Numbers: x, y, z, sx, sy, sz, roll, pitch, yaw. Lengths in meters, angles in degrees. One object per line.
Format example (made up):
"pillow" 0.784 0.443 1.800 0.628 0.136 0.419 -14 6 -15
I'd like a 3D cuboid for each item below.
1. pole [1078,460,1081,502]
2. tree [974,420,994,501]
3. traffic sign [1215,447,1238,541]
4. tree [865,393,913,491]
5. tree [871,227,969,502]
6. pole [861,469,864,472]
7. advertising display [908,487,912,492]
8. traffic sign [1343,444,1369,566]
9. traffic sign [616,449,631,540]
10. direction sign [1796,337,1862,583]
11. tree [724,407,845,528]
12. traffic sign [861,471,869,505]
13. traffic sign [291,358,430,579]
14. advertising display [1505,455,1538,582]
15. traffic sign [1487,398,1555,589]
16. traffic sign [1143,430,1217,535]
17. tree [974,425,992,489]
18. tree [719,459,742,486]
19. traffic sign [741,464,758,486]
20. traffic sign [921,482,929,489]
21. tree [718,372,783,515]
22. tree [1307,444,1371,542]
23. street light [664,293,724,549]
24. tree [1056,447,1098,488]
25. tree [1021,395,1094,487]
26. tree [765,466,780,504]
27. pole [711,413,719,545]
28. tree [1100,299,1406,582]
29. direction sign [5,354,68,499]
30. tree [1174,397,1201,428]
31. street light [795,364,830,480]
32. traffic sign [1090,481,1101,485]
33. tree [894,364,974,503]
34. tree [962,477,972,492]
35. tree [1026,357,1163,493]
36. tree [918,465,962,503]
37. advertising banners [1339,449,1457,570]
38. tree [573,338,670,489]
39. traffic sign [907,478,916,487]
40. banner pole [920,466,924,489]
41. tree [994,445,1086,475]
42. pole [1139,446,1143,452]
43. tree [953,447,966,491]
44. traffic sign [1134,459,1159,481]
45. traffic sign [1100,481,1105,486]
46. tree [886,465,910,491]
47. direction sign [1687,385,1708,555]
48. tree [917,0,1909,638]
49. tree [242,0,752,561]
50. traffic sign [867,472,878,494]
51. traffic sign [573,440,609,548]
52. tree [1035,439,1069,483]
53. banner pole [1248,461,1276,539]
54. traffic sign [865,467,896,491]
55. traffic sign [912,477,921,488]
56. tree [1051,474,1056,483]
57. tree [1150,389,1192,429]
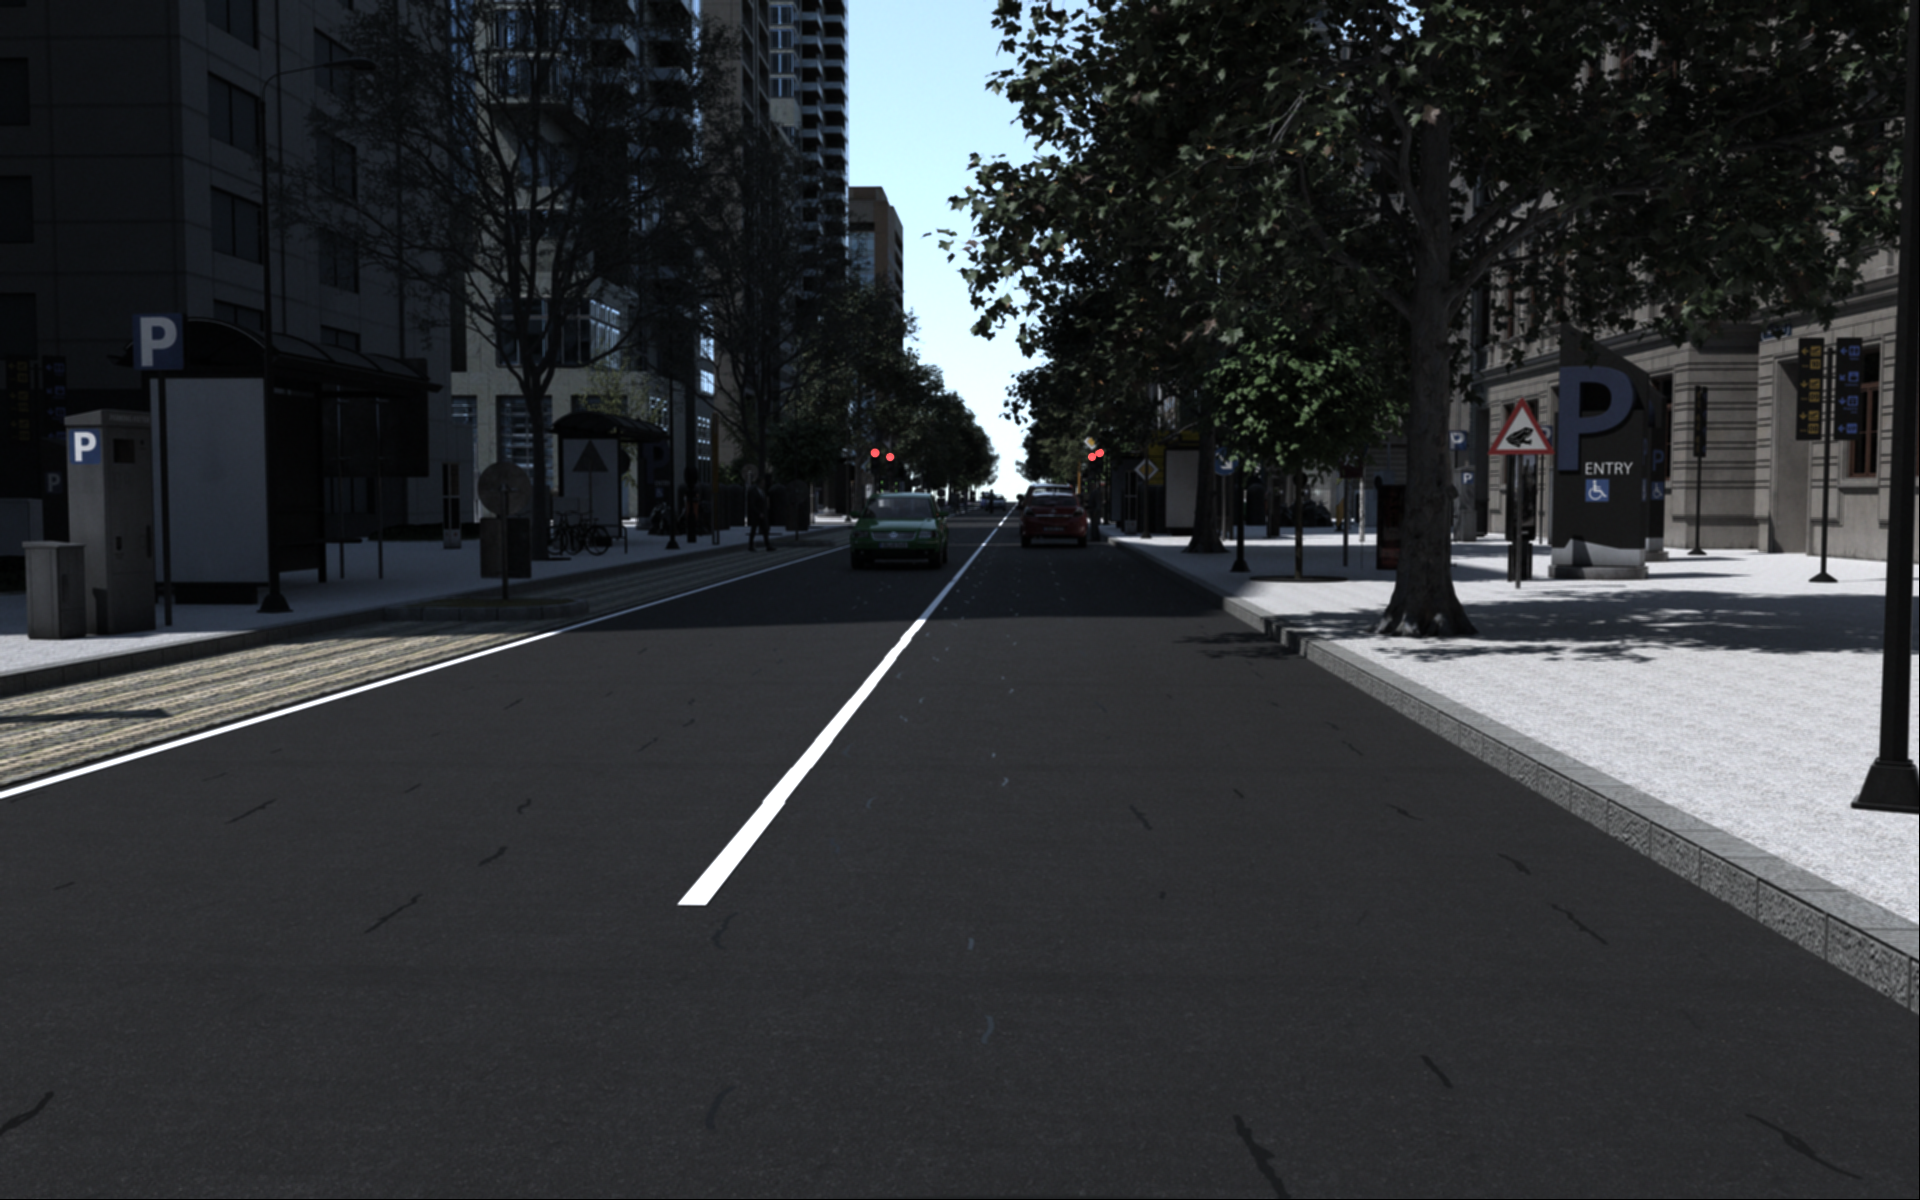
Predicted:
"pole" 6.983 -6.582 101.458 0.158 3.312 0.155 0 3 0
"tree" 1.167 -21.947 269.194 12.009 13.543 11.850 0 3 0
"traffic sign" 7.173 -2.871 47.055 0.768 2.556 0.104 0 4 4
"tree" -4.824 -10.301 118.790 4.360 8.622 3.978 0 3 0
"tree" -6.305 -8.780 53.931 12.009 13.543 11.850 0 3 0
"pole" -7.754 -8.833 138.262 0.158 3.312 0.155 0 3 0
"advertising display" -4.308 -8.191 139.138 0.974 1.923 0.123 1 4 19
"traffic sign" 6.839 -1.868 30.654 0.768 2.556 0.104 0 4 7
"traffic sign" -9.504 -2.928 47.982 0.768 2.556 0.104 0 4 6
"direction sign" 12.595 -2.029 25.165 0.876 3.537 0.379 0 4 4
"tree" -5.956 -5.005 65.538 4.285 4.588 4.351 0 3 0
"traffic sign" -5.340 -5.969 97.695 0.768 2.556 0.104 0 4 5
"traffic sign" -9.073 -1.975 26.162 2.265 3.308 0.079 1 4 12
"advertising display" 8.306 -1.249 25.638 0.123 1.923 0.974 3 4 37
"traffic sign" 7.577 -1.434 23.442 0.884 2.594 0.081 0 4 7
"traffic sign" 6.824 -3.669 53.853 2.265 3.308 0.079 0 4 6
"tree" 0.633 -20.414 251.897 7.486 12.596 7.792 0 3 0
"tree" -13.066 -6.139 94.975 1.663 3.219 1.824 0 3 0
"traffic sign" -8.836 -4.446 72.802 0.768 2.556 0.104 1 4 9
"traffic sign" -2.857 -8.540 141.759 0.606 2.300 0.079 1 4 8
"tree" -12.801 -9.498 105.646 4.737 8.622 4.395 0 3 0
"tree" 10.584 -5.875 46.417 4.737 8.622 4.395 0 3 0
"street light" -6.148 -4.132 40.100 1.470 5.913 1.316 0 4 2
"tree" 7.780 -6.157 84.378 4.285 4.588 4.351 0 3 0
"tree" 7.906 -11.729 126.177 7.601 10.594 8.767 -2 4 -24
"tree" -12.923 -7.522 117.586 1.663 3.219 1.824 0 3 0
"pole" -6.190 -3.054 43.781 0.158 3.312 0.155 0 3 0
"tree" 5.009 -2.573 25.775 4.285 4.588 4.351 0 3 0
"direction sign" -15.032 -2.219 28.276 0.876 3.537 0.379 -3 4 -36
"tree" 16.577 -10.688 125.116 4.737 8.622 4.395 0 3 0
"street light" -5.321 -5.469 61.967 1.470 5.913 1.316 0 4 2
"traffic sign" 7.870 -6.231 101.879 0.884 2.594 0.081 0 4 5
"tree" -3.098 -14.229 150.776 7.486 12.596 7.792 0 3 0
"tree" 0.129 -15.140 231.259 4.285 4.588 4.351 0 3 0
"tree" 7.748 -10.854 95.590 7.486 12.596 7.792 0 3 0
"tree" -2.486 -11.511 171.922 4.285 4.588 4.351 0 3 0
"advertising banners" 7.340 -2.024 29.287 2.074 3.025 0.090 1 4 9
"tree" -16.225 -8.087 82.579 4.737 8.622 4.395 0 3 0
"traffic sign" -3.689 -7.736 126.492 0.884 2.594 0.081 0 4 6
"banner pole" -3.066 -9.134 139.363 0.401 3.779 0.863 -2 4 -24
"tree" 13.370 -20.182 240.342 12.009 13.543 11.850 0 3 0
"pole" 7.498 -4.764 71.728 0.158 3.312 0.155 0 3 0
"tree" -0.664 -15.891 210.182 4.737 8.622 4.395 0 3 0
"traffic sign" 5.777 -3.212 53.709 0.795 2.450 0.064 0 4 3
"traffic sign" 8.410 -6.256 102.387 0.768 2.556 0.104 1 4 8
"tree" -4.159 -7.298 113.927 1.663 3.219 1.824 0 3 0
"direction sign" 15.566 -2.720 36.470 0.379 3.537 0.876 3 4 37
"tree" 4.390 -6.034 15.672 9.611 12.733 9.660 0 3 0
"tree" -8.113 -7.501 33.013 12.009 13.543 11.850 0 3 0
"traffic sign" -4.850 -5.941 97.235 0.768 2.556 0.104 0 4 5
"traffic sign" -8.854 -2.538 41.506 0.884 2.594 0.081 0 4 5
"tree" 9.750 -13.457 170.392 4.737 8.622 4.395 0 3 0
"banner pole" 8.728 -3.669 50.008 0.863 3.779 0.401 2 4 27
"traffic sign" -5.681 -7.953 123.911 2.265 3.308 0.079 1 4 11
"traffic sign" -3.267 -7.905 129.349 0.768 2.556 0.104 0 4 7
"tree" 11.276 -12.254 184.069 4.285 4.588 4.351 0 3 0
"tree" 14.008 -10.256 118.054 4.360 8.622 3.978 0 3 0
